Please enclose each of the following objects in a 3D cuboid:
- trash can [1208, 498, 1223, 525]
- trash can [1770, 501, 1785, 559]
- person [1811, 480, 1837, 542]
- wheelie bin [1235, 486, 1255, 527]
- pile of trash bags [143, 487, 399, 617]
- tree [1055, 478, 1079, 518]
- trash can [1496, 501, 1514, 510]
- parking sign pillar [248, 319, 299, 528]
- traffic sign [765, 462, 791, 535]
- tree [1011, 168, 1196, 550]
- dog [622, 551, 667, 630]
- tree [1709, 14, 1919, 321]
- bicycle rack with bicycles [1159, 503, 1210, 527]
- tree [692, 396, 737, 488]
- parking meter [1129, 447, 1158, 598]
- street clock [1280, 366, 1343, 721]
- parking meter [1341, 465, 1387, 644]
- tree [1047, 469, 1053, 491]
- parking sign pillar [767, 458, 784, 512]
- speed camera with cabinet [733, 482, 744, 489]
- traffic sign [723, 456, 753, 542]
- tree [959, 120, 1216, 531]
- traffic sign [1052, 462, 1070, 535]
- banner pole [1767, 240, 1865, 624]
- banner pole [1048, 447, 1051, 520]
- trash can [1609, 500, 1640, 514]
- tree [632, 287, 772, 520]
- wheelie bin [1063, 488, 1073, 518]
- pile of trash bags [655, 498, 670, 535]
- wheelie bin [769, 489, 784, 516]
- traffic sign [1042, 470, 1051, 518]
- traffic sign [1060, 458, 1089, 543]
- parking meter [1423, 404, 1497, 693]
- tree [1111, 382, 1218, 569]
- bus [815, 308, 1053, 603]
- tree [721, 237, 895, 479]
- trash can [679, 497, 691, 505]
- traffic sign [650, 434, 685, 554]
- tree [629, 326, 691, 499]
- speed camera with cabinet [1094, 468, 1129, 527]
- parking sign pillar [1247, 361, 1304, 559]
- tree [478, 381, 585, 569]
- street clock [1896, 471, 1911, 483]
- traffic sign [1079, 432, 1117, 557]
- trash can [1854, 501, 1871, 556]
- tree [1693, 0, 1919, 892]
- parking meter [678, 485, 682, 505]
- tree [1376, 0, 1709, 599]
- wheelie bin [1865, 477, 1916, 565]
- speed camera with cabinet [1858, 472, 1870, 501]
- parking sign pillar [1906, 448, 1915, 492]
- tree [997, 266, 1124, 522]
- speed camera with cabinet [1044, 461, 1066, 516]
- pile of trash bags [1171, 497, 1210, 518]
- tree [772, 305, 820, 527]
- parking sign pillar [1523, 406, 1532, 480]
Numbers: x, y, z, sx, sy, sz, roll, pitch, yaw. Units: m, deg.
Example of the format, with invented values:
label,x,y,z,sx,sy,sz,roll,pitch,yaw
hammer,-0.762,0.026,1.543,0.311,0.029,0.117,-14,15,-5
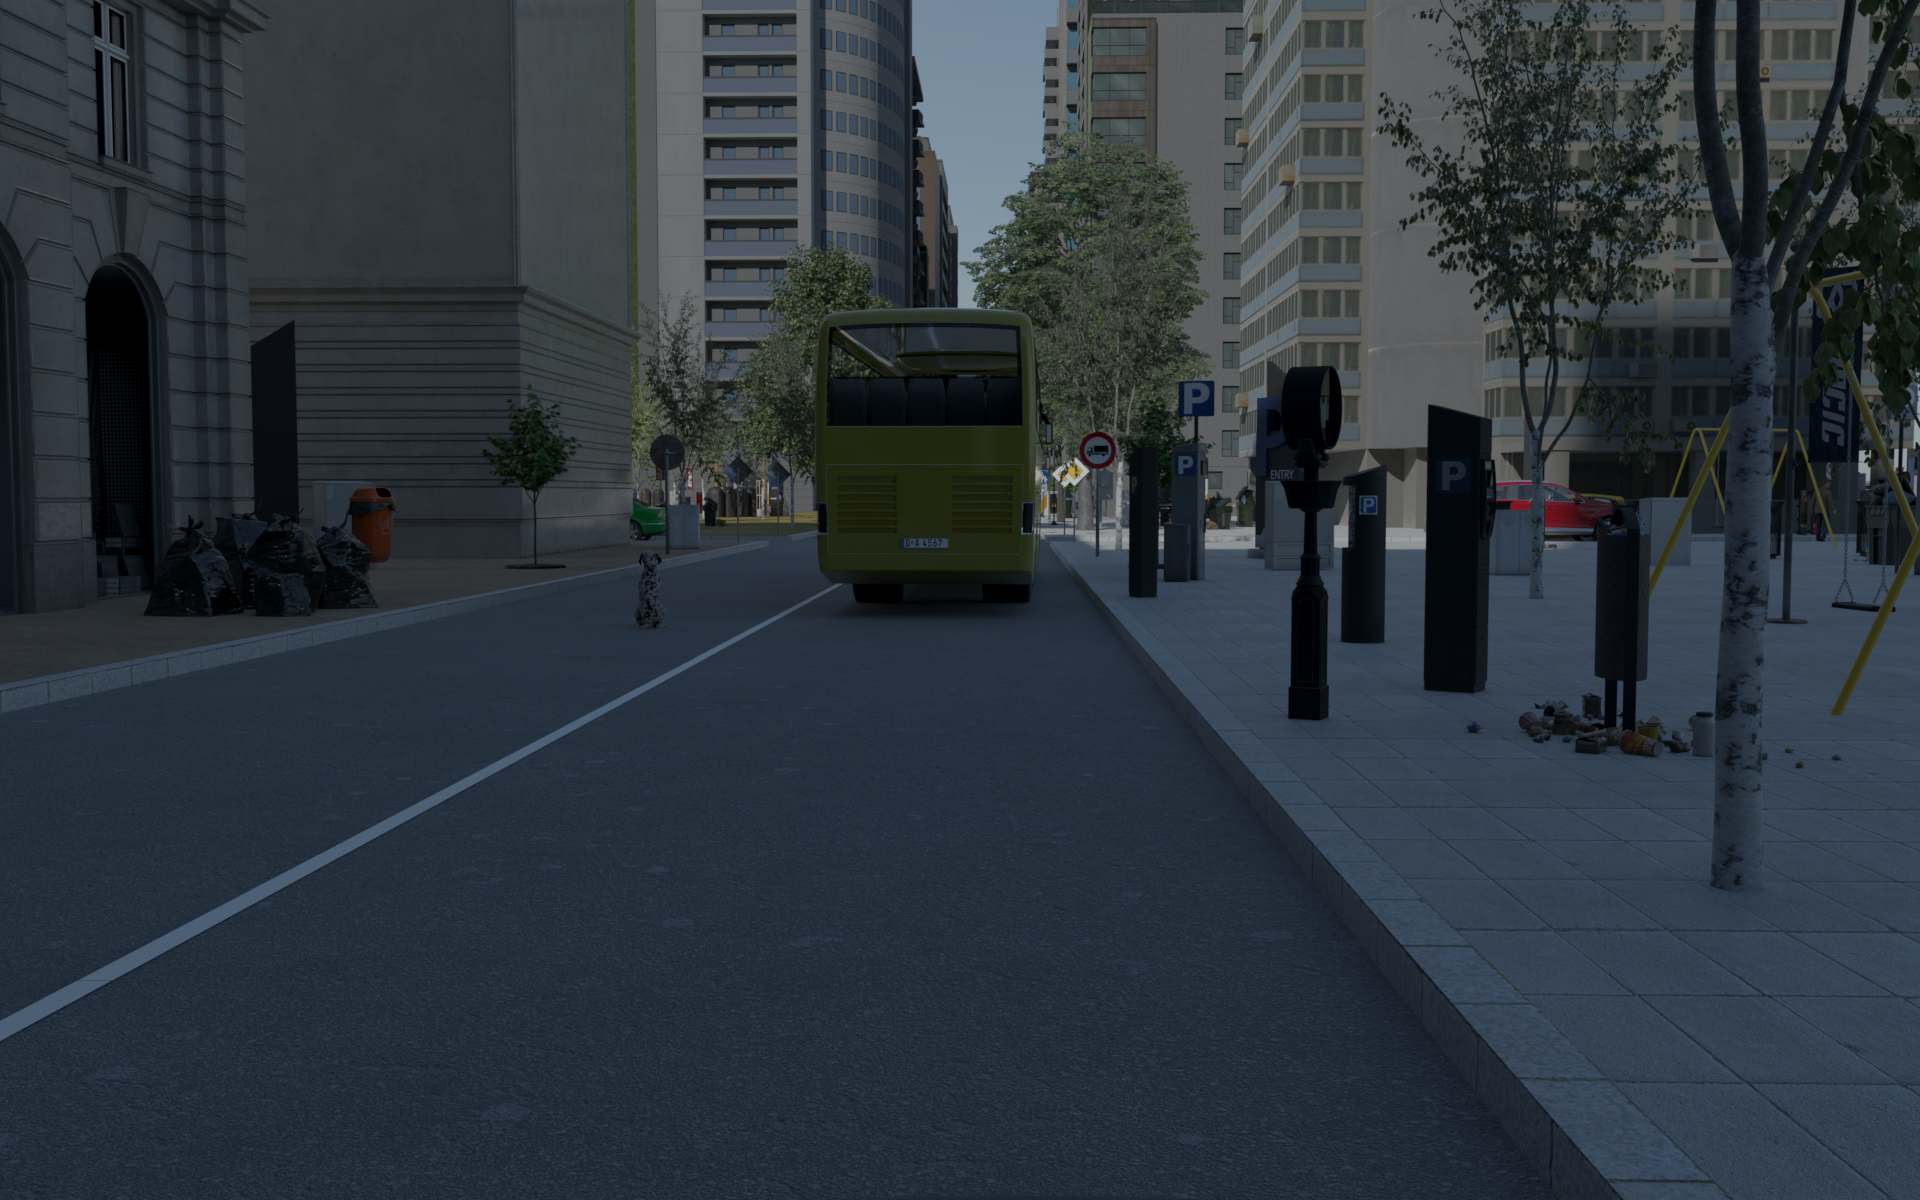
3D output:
label,x,y,z,sx,sy,sz,roll,pitch,yaw
trash can,9.643,-3.248,64.754,0.748,1.137,0.748,0,3,0
trash can,15.972,-1.390,34.377,0.748,1.137,0.748,0,3,0
person,24.350,-2.472,48.827,0.656,1.842,0.836,2,4,26
wheelie bin,11.060,-3.623,67.152,0.693,1.594,0.980,0,4,-2
pile of trash bags,-7.458,-0.605,19.642,1.912,1.369,3.447,1,4,13
tree,6.188,-6.029,93.179,1.663,3.219,1.824,0,3,0
trash can,11.345,-1.534,36.733,0.748,1.137,0.748,0,3,0
parking sign pillar,-10.927,-2.341,26.743,1.447,3.967,1.447,-1,4,-23
traffic sign,-5.653,-3.072,53.875,0.795,2.450,0.064,0,4,2
tree,3.527,-5.452,39.511,4.360,8.622,3.978,0,3,0
dog,-3.417,-0.104,18.544,0.513,0.831,0.800,2,4,31
tree,12.876,-4.425,22.718,4.360,8.622,3.978,0,3,0
bicycle rack with bicycles,8.850,-3.285,67.095,2.925,0.926,2.852,-1,4,-10
tree,-17.891,-10.691,125.155,4.737,8.622,4.395,0,3,0
parking meter,2.280,-0.970,21.564,0.255,1.863,0.399,-1,4,-16
street clock,1.996,-0.324,9.863,0.358,2.002,0.471,2,4,27
parking meter,3.495,-0.402,14.990,0.372,1.533,0.369,0,3,0
tree,5.339,-7.082,110.398,1.663,3.219,1.824,0,3,0
parking sign pillar,-12.751,-8.046,120.022,1.447,3.967,1.447,-3,4,-38
speed camera with cabinet,-13.110,-6.608,102.375,0.660,3.252,2.038,0,4,-8
traffic sign,-5.880,-2.584,45.893,0.795,2.450,0.064,0,4,2
tree,4.509,-9.427,60.794,9.857,13.997,8.962,0,3,0
traffic sign,3.237,-3.056,53.603,0.795,2.450,0.064,0,4,2
banner pole,8.404,-1.650,16.997,0.863,3.779,0.401,3,5,43
banner pole,4.399,-5.800,84.843,0.401,3.779,0.863,1,4,8
trash can,15.314,-1.725,39.852,0.748,1.137,0.748,0,3,0
tree,-9.780,-6.831,62.056,4.360,8.622,3.978,0,3,0
wheelie bin,5.501,-5.103,91.344,0.693,1.594,0.980,3,5,44
pile of trash bags,-10.567,-2.753,54.772,3.447,1.369,1.912,1,4,17
wheelie bin,-10.522,-5.595,99.383,0.980,1.594,0.693,2,4,35
traffic sign,4.419,-5.598,91.635,0.768,2.556,0.104,1,4,10
traffic sign,3.010,-2.568,45.621,0.795,2.450,0.064,0,4,2
parking meter,3.251,-0.340,11.262,0.399,1.863,0.255,2,4,33
tree,3.369,-2.174,30.152,1.663,3.219,1.824,0,3,0
bus,-0.076,-2.092,25.743,2.896,3.916,12.252,0,4,3
tree,-5.909,-9.818,77.528,9.611,12.733,9.660,0,3,0
trash can,-15.500,-5.260,97.658,0.748,1.137,0.748,0,3,0
traffic sign,-6.249,-2.253,36.940,0.768,2.556,0.104,0,4,8
tree,-14.695,-7.601,74.638,4.737,8.622,4.395,0,3,0
speed camera with cabinet,6.343,-4.524,68.305,2.038,3.252,0.660,0,4,-6
parking sign pillar,6.483,-2.821,34.595,1.447,3.967,1.447,-2,4,-30
tree,-7.513,-2.165,30.002,1.663,3.219,1.824,0,3,0
street clock,29.890,-3.081,54.937,0.471,2.002,0.358,-2,4,-33
traffic sign,2.817,-2.160,35.416,0.768,2.556,0.104,1,4,10
trash can,18.865,-1.476,35.782,0.748,1.137,0.748,0,3,0
tree,2.756,-3.360,5.299,4.737,8.622,4.395,0,3,0
parking meter,-18.194,-6.562,113.007,0.255,1.863,0.399,-2,4,-34
tree,7.025,-4.305,20.754,4.360,8.622,3.978,0,3,0
wheelie bin,16.872,-1.435,31.366,0.693,1.594,0.980,-1,4,-15
speed camera with cabinet,37.177,-4.696,71.111,0.660,3.252,2.038,0,4,-7
parking sign pillar,51.702,-6.413,93.322,1.447,3.967,1.447,2,4,31
tree,4.420,-9.346,78.558,9.928,11.665,9.643,0,3,0
speed camera with cabinet,5.801,-6.593,102.124,2.038,3.252,0.660,-3,4,-38
pile of trash bags,12.669,-5.089,92.960,3.447,1.369,1.912,0,4,-7
tree,-6.400,-7.210,68.245,4.360,8.622,3.978,0,3,0
parking sign pillar,17.696,-3.988,53.679,1.447,3.967,1.447,1,4,20
